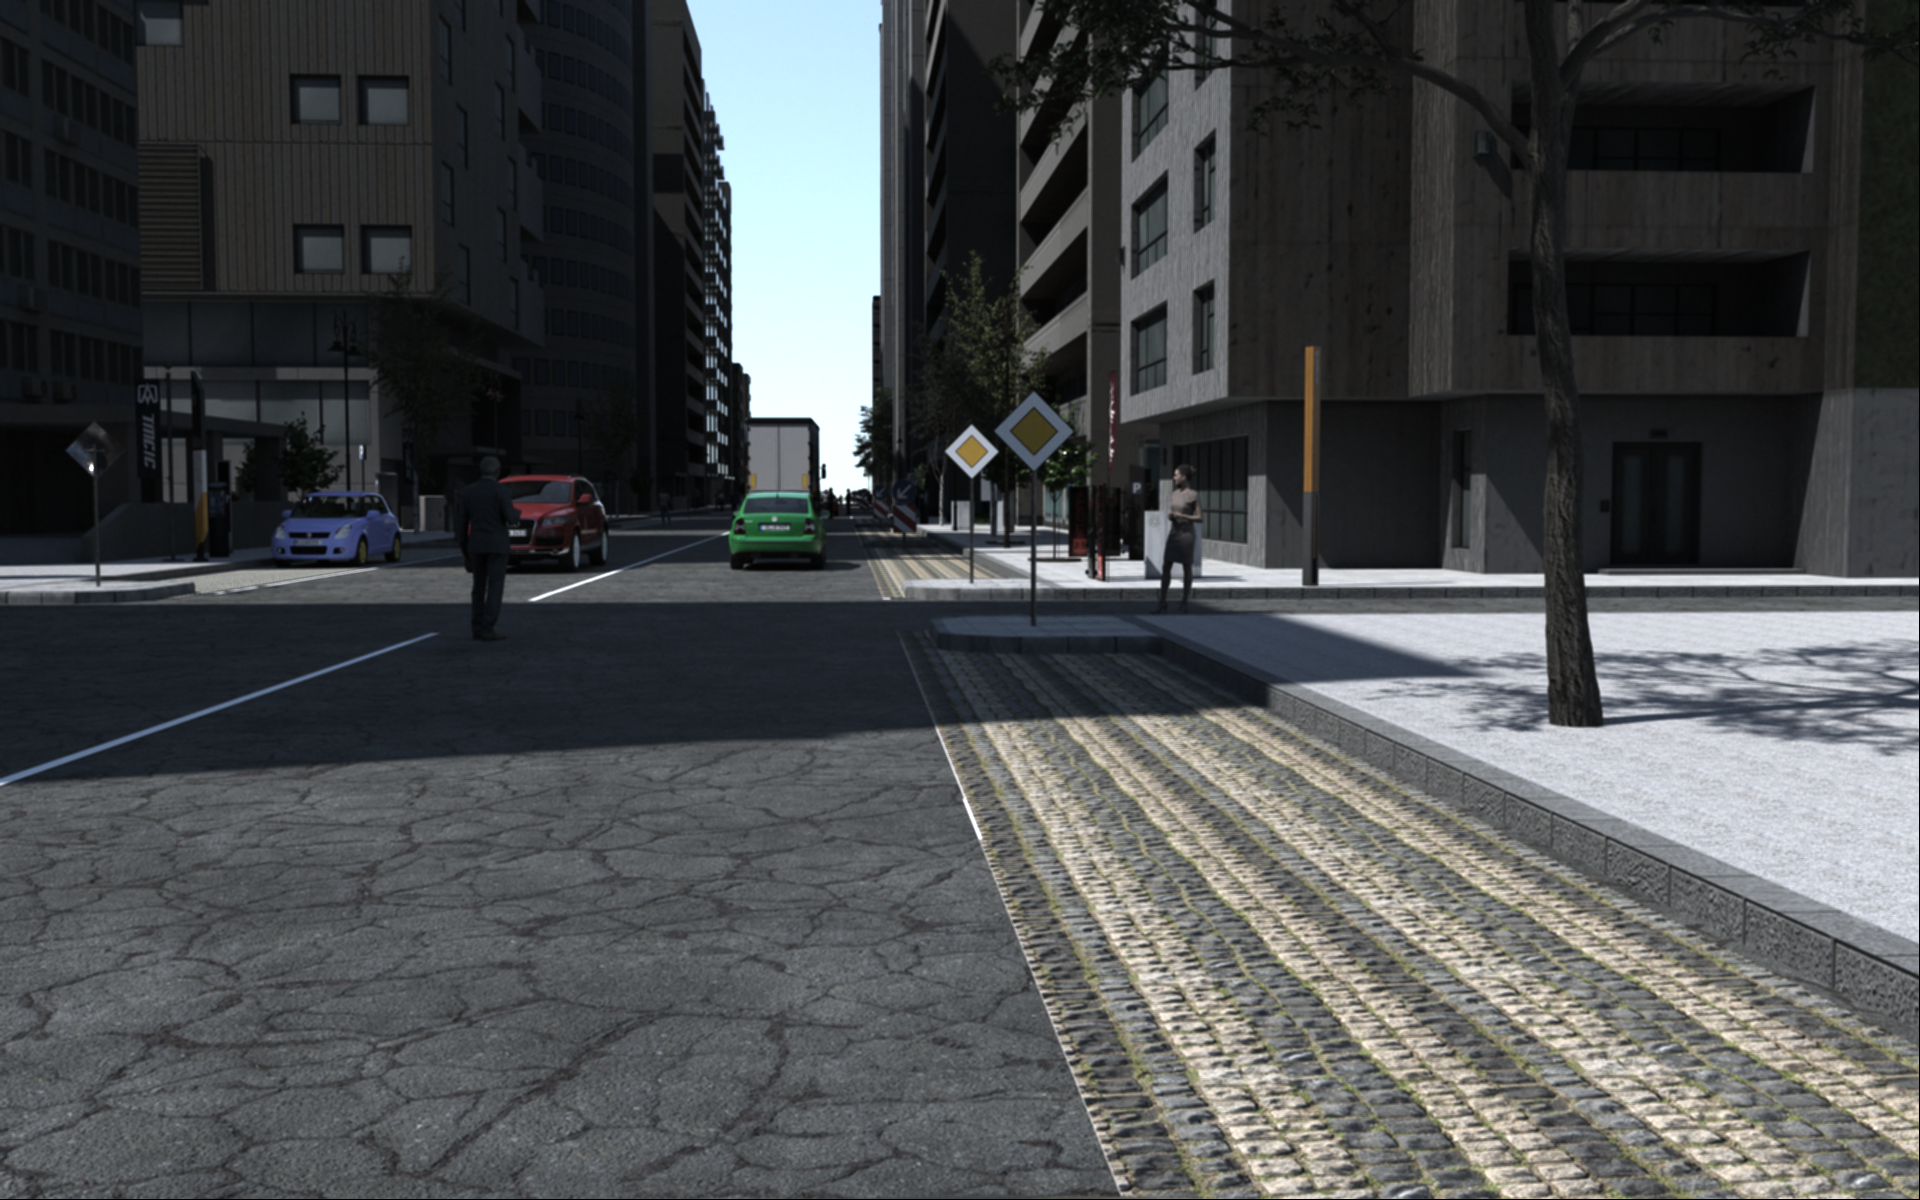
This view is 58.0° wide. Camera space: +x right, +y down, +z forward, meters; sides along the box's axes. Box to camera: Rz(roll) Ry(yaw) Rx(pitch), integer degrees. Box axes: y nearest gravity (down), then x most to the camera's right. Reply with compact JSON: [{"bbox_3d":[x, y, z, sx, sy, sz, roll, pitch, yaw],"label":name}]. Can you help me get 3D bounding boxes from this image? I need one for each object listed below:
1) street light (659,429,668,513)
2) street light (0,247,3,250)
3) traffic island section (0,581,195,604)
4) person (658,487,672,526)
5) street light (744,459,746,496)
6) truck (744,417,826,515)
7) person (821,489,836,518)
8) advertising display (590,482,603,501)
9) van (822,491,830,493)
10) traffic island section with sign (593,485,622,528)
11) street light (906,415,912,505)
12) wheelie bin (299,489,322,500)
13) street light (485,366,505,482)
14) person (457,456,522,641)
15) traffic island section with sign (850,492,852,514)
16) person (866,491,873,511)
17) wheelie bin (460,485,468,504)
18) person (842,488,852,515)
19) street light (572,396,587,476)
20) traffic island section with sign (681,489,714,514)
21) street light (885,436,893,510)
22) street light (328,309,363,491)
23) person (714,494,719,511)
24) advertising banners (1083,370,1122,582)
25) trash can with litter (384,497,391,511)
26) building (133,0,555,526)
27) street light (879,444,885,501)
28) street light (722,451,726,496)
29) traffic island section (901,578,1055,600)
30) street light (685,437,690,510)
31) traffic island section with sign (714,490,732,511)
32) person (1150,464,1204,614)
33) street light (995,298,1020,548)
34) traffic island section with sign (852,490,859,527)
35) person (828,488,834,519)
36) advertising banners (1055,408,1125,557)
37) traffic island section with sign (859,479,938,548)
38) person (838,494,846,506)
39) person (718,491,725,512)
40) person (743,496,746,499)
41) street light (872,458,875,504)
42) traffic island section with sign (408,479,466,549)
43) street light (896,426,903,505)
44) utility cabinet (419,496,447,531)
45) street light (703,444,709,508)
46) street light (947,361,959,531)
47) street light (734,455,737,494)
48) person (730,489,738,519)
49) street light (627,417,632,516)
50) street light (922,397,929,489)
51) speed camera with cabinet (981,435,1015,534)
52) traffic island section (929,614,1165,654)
[{"bbox_3d":[-20.579,-9.016,120.206,0.468,5.910,1.993,0,4,-4],"label":"street light"},{"bbox_3d":[-13.957,-3.149,24.279,0.468,5.910,1.993,0,4,-4],"label":"street light"},{"bbox_3d":[-11.974,-0.107,24.026,2.009,0.180,2.903,0,4,-4],"label":"traffic island section"},{"bbox_3d":[-13.112,-4.163,77.161,0.593,1.750,0.643,-1,4,-21],"label":"person"},{"bbox_3d":[-27.572,-15.261,222.296,0.468,5.910,1.993,0,4,-4],"label":"street light"},{"bbox_3d":[-6.890,-4.894,68.933,2.839,4.237,11.283,0,4,-3],"label":"truck"},{"bbox_3d":[-8.182,-5.893,105.644,1.217,1.735,0.721,0,4,7],"label":"person"},{"bbox_3d":[-19.438,-5.313,92.073,0.974,1.923,0.123,-3,5,-42],"label":"advertising display"},{"bbox_3d":[-17.714,-13.632,229.894,2.013,2.044,4.112,0,4,-4],"label":"van"},{"bbox_3d":[-15.353,-3.944,73.105,1.989,1.847,2.006,0,4,-4],"label":"traffic island section with sign"},{"bbox_3d":[-2.877,-7.749,99.483,0.468,5.910,1.993,0,4,-4],"label":"street light"},{"bbox_3d":[-23.304,-3.324,62.259,0.693,1.594,0.980,-3,5,-41],"label":"wheelie bin"},{"bbox_3d":[-16.719,-5.487,62.505,0.468,5.910,1.993,0,4,-4],"label":"street light"},{"bbox_3d":[-4.618,-0.517,17.127,0.661,1.801,0.590,1,4,15],"label":"person"},{"bbox_3d":[-6.974,-7.082,124.410,1.989,1.847,2.006,0,4,-4],"label":"traffic island section with sign"},{"bbox_3d":[-7.655,-8.399,146.746,0.541,1.710,0.530,1,4,15],"label":"person"},{"bbox_3d":[-16.933,-3.195,60.149,0.980,1.594,0.693,2,4,28],"label":"wheelie bin"},{"bbox_3d":[-7.723,-6.781,119.380,0.705,1.822,1.348,-2,4,-28],"label":"person"},{"bbox_3d":[-17.932,-6.665,81.763,0.468,5.910,1.993,0,4,-4],"label":"street light"},{"bbox_3d":[-18.788,-7.013,123.289,1.989,1.847,2.006,0,4,-4],"label":"traffic island section with sign"},{"bbox_3d":[-5.511,-10.060,137.276,0.468,5.910,1.993,0,4,-4],"label":"street light"},{"bbox_3d":[-15.351,-4.318,43.391,0.468,5.910,1.993,0,4,-4],"label":"street light"},{"bbox_3d":[-20.172,-8.085,143.915,0.599,1.433,0.991,-1,4,-17],"label":"person"},{"bbox_3d":[2.086,-1.796,25.551,0.090,3.025,2.074,0,4,-6],"label":"advertising banners"},{"bbox_3d":[-30.711,-5.001,93.151,1.055,1.170,0.624,0,4,8],"label":"trash can with litter"},{"bbox_3d":[-33.573,-29.692,74.697,28.713,52.752,27.495,0,4,-4],"label":"building"},{"bbox_3d":[-6.793,-11.240,156.565,0.468,5.910,1.993,0,4,-4],"label":"street light"},{"bbox_3d":[-24.934,-12.877,183.325,0.468,5.910,1.993,0,4,-4],"label":"street light"},{"bbox_3d":[0.189,-0.157,24.852,2.009,0.180,2.903,0,4,-4],"label":"traffic island section"},{"bbox_3d":[-21.886,-10.186,139.324,0.468,5.910,1.993,0,4,-4],"label":"street light"},{"bbox_3d":[-20.642,-8.658,150.180,1.989,1.847,2.006,0,4,-4],"label":"traffic island section with sign"},{"bbox_3d":[2.586,-0.719,20.594,0.374,1.781,0.599,-3,5,-40],"label":"person"},{"bbox_3d":[1.120,-4.172,41.007,0.468,5.910,1.993,0,4,-4],"label":"street light"},{"bbox_3d":[-3.550,-4.028,74.490,1.989,1.847,2.006,0,4,-4],"label":"traffic island section with sign"},{"bbox_3d":[-7.556,-5.655,101.055,0.705,1.812,1.348,0,4,-7],"label":"person"},{"bbox_3d":[2.466,-2.396,35.358,2.074,3.025,0.090,-2,4,-27],"label":"advertising banners"},{"bbox_3d":[-1.633,-2.329,46.702,1.989,1.847,2.006,0,4,-4],"label":"traffic island section with sign"},{"bbox_3d":[-11.918,-9.871,173.155,1.065,1.426,0.557,-1,4,-19],"label":"person"},{"bbox_3d":[-19.437,-8.026,140.655,0.436,1.711,0.756,3,5,45],"label":"person"},{"bbox_3d":[-20.123,-9.491,164.391,1.217,1.735,0.721,3,4,38],"label":"person"},{"bbox_3d":[-9.840,-13.909,200.204,0.468,5.910,1.993,0,4,-4],"label":"street light"},{"bbox_3d":[-13.510,-2.299,46.213,1.989,1.847,2.006,0,4,-4],"label":"traffic island section with sign"},{"bbox_3d":[-4.111,-8.892,118.165,0.468,5.910,1.993,0,4,-4],"label":"street light"},{"bbox_3d":[-18.320,-3.004,60.277,0.306,1.237,1.020,2,4,29],"label":"utility cabinet"},{"bbox_3d":[-23.304,-11.411,159.365,0.468,5.910,1.993,0,4,-4],"label":"street light"},{"bbox_3d":[-0.162,-5.349,60.252,0.468,5.910,1.993,0,4,-4],"label":"street light"},{"bbox_3d":[-26.273,-14.072,202.859,0.468,5.910,1.993,0,4,-4],"label":"street light"},{"bbox_3d":[-13.171,-5.601,100.993,0.541,1.710,0.530,-3,5,-39],"label":"person"},{"bbox_3d":[-19.240,-7.822,100.679,0.468,5.910,1.993,0,4,-4],"label":"street light"},{"bbox_3d":[-1.575,-6.567,80.164,0.468,5.910,1.993,0,4,-4],"label":"street light"},{"bbox_3d":[1.244,-3.832,56.983,0.660,3.252,2.038,1,4,18],"label":"speed camera with cabinet"},{"bbox_3d":[0.735,0.330,16.886,2.009,0.180,2.903,0,4,-4],"label":"traffic island section"}]
